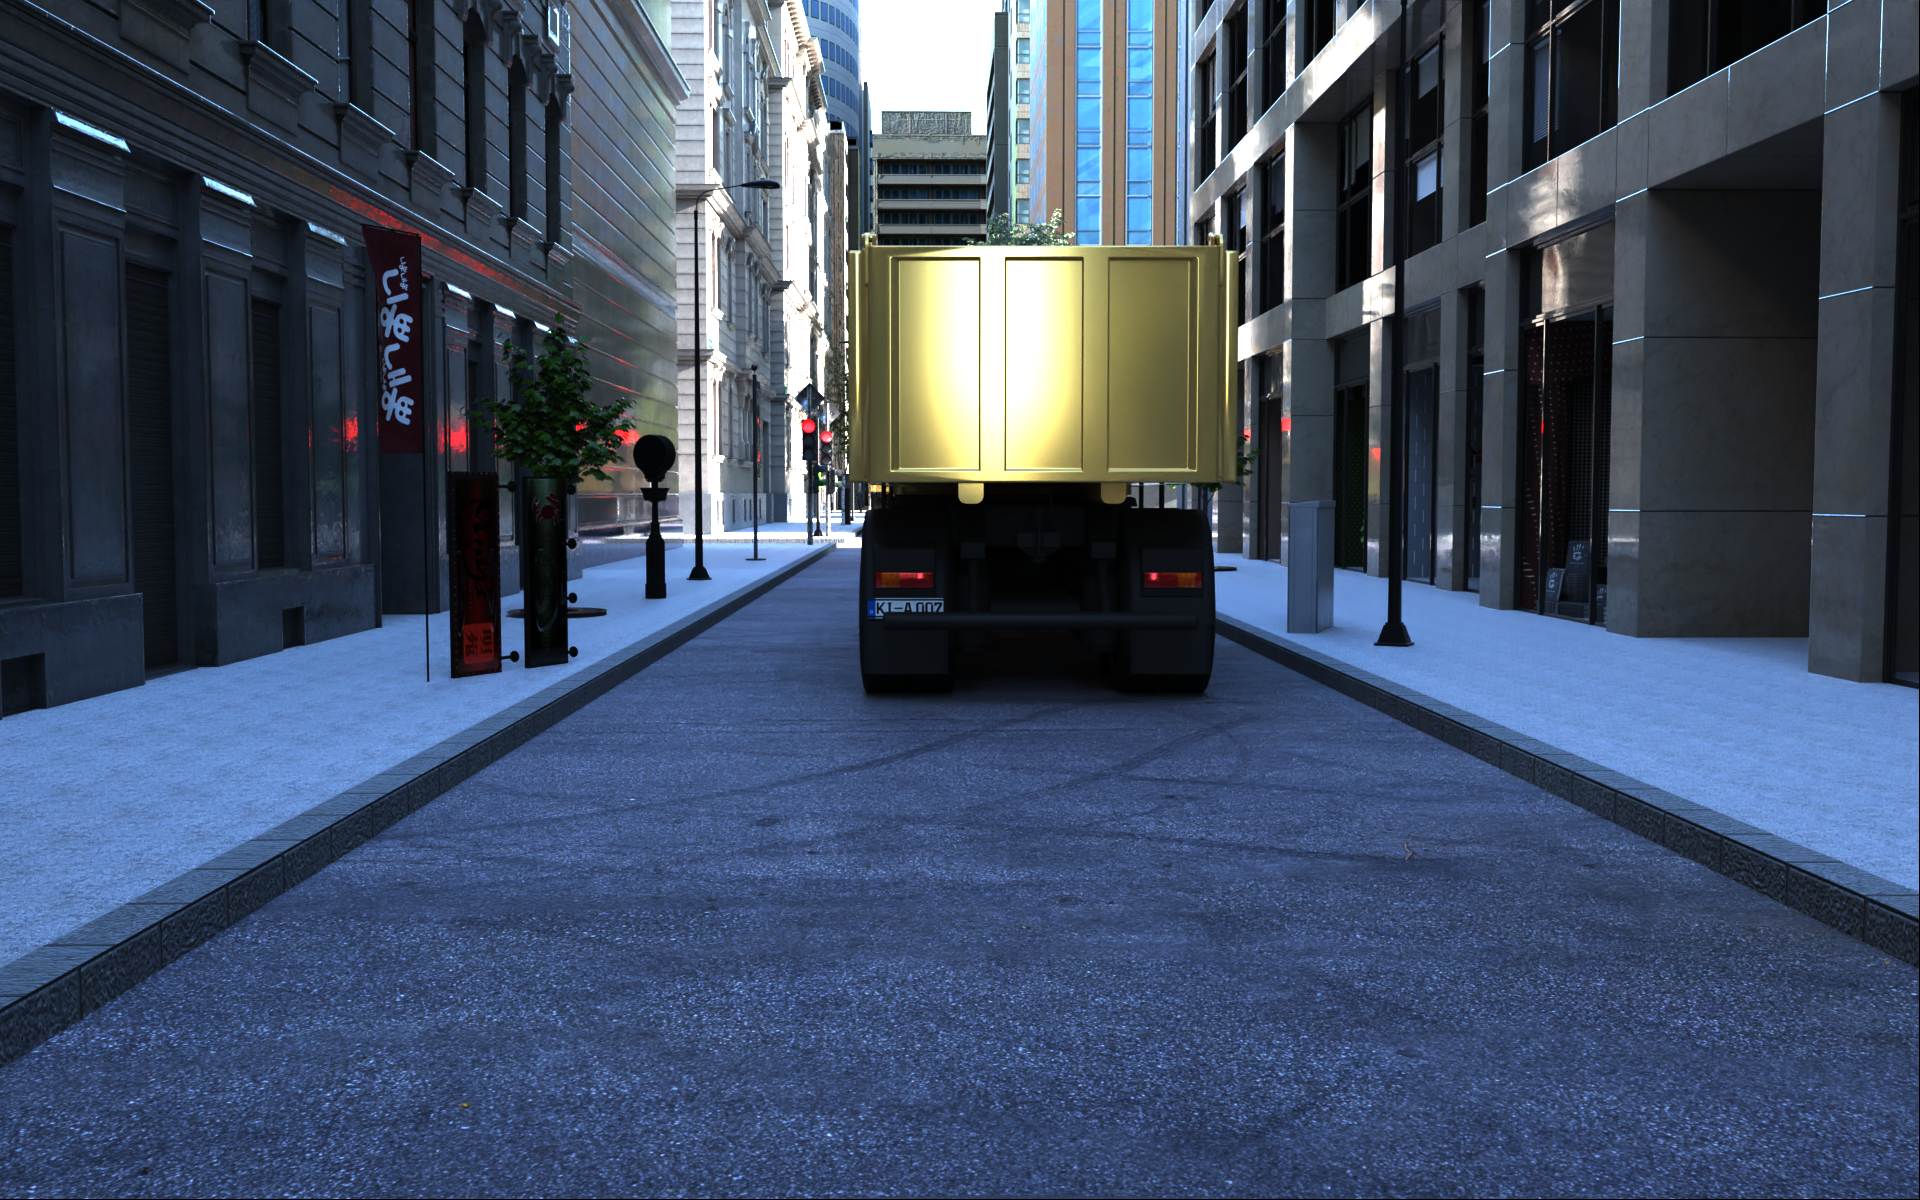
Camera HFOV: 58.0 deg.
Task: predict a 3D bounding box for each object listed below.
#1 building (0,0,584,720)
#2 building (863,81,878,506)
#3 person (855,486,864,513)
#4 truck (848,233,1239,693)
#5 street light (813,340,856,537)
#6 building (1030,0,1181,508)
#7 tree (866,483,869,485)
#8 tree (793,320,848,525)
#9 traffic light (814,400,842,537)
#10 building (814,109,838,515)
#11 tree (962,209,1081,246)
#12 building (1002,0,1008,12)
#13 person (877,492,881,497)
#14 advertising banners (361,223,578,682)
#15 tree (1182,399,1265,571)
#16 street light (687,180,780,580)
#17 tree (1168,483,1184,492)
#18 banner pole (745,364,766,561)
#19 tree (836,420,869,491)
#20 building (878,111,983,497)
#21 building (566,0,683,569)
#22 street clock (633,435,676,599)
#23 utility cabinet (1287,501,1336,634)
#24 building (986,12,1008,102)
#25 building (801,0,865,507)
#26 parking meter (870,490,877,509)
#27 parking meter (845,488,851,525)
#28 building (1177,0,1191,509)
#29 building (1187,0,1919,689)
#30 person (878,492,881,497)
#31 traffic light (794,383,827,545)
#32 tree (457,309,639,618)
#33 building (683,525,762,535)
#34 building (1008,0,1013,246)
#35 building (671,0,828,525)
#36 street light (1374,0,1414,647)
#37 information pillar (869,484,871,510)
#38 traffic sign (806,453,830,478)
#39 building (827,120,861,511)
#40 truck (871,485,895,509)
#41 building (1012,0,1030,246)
[{"bbox_3d":[-10.281,-10.259,16.887,9.793,20.994,18.267,0,4,-1],"label":"building"},{"bbox_3d":[-20.397,-34.591,189.268,21.600,48.544,21.300,0,4,-1],"label":"building"},{"bbox_3d":[-6.860,-6.821,117.740,0.661,1.801,0.590,3,5,41],"label":"person"},{"bbox_3d":[0.536,-1.233,16.092,3.469,3.379,9.791,0,3,0],"label":"truck"},{"bbox_3d":[-3.762,-4.881,52.342,1.470,5.913,1.316,0,4,-1],"label":"street light"},{"bbox_3d":[11.165,-27.234,95.385,14.600,45.320,14.200,0,4,-1],"label":"building"},{"bbox_3d":[-6.858,-10.582,156.733,4.285,4.588,4.351,0,3,0],"label":"tree"},{"bbox_3d":[-4.821,-7.364,70.758,4.360,8.622,3.978,0,3,0],"label":"tree"},{"bbox_3d":[-3.937,-3.839,51.687,0.839,4.253,0.868,0,4,-1],"label":"traffic light"},{"bbox_3d":[-14.858,-19.822,109.999,13.634,28.700,20.117,0,4,-1],"label":"building"},{"bbox_3d":[2.984,-10.400,76.696,9.857,13.997,8.962,0,3,0],"label":"tree"},{"bbox_3d":[12.974,-45.963,189.748,20.563,71.187,20.611,0,4,-1],"label":"building"},{"bbox_3d":[-8.141,-9.961,168.894,1.348,1.826,0.705,-1,4,-15],"label":"person"},{"bbox_3d":[-3.408,-0.980,12.204,0.090,3.025,2.074,2,4,26],"label":"advertising banners"},{"bbox_3d":[4.282,-2.110,29.107,1.663,3.219,1.824,0,3,0],"label":"tree"},{"bbox_3d":[-3.363,-3.255,25.759,1.470,5.913,1.316,0,4,-1],"label":"street light"},{"bbox_3d":[7.126,-4.329,54.499,4.285,4.588,4.351,0,3,0],"label":"tree"},{"bbox_3d":[-3.949,-2.673,33.714,0.401,3.779,0.863,0,4,3],"label":"banner pole"},{"bbox_3d":[-6.686,-10.696,125.245,4.737,8.622,4.395,0,3,0],"label":"tree"},{"bbox_3d":[-0.690,-36.625,222.518,21.600,48.544,21.300,0,4,-1],"label":"building"},{"bbox_3d":[-16.285,-15.210,34.584,20.117,28.700,13.634,0,4,-1],"label":"building"},{"bbox_3d":[-3.738,-1.019,21.230,0.471,2.002,0.358,1,4,21],"label":"street clock"},{"bbox_3d":[3.320,-0.320,16.394,0.306,1.237,1.020,1,4,20],"label":"utility cabinet"},{"bbox_3d":[13.583,-33.364,169.211,21.300,48.544,21.600,0,4,-1],"label":"building"},{"bbox_3d":[-19.561,-37.446,154.241,21.231,58.520,28.212,0,4,-1],"label":"building"},{"bbox_3d":[-5.222,-6.070,104.958,0.399,1.863,0.255,-1,4,-17],"label":"parking meter"},{"bbox_3d":[-4.767,-3.928,72.629,0.372,1.533,0.369,0,3,0],"label":"parking meter"},{"bbox_3d":[23.539,-31.933,64.096,28.212,58.520,21.231,0,4,-1],"label":"building"},{"bbox_3d":[15.445,-13.450,24.430,19.350,26.468,34.151,0,4,-1],"label":"building"},{"bbox_3d":[-9.450,-12.015,203.210,0.721,1.743,1.217,1,4,15],"label":"person"},{"bbox_3d":[-3.775,-3.351,43.703,0.839,4.253,0.868,0,4,-1],"label":"traffic light"},{"bbox_3d":[-4.133,-1.444,18.212,1.663,3.219,1.824,0,3,0],"label":"tree"},{"bbox_3d":[-14.188,-16.930,64.190,14.401,28.519,23.554,0,4,-1],"label":"building"},{"bbox_3d":[18.013,-33.965,144.574,28.713,52.752,27.495,0,4,-1],"label":"building"},{"bbox_3d":[-14.233,-18.399,88.218,14.401,28.519,23.554,0,4,-1],"label":"building"},{"bbox_3d":[3.147,-2.568,14.528,1.470,5.913,1.316,0,4,-1],"label":"street light"},{"bbox_3d":[-5.759,-6.611,112.584,0.304,2.012,0.304,-1,4,-21],"label":"information pillar"},{"bbox_3d":[-4.409,-3.286,53.837,0.768,2.556,0.104,0,4,1],"label":"traffic sign"},{"bbox_3d":[-14.943,-22.157,133.963,14.160,30.474,14.107,0,4,-1],"label":"building"},{"bbox_3d":[-1.670,-4.092,62.836,3.469,3.379,9.791,0,4,1],"label":"truck"},{"bbox_3d":[10.481,-26.545,117.602,14.154,41.232,14.086,0,4,-1],"label":"building"}]
